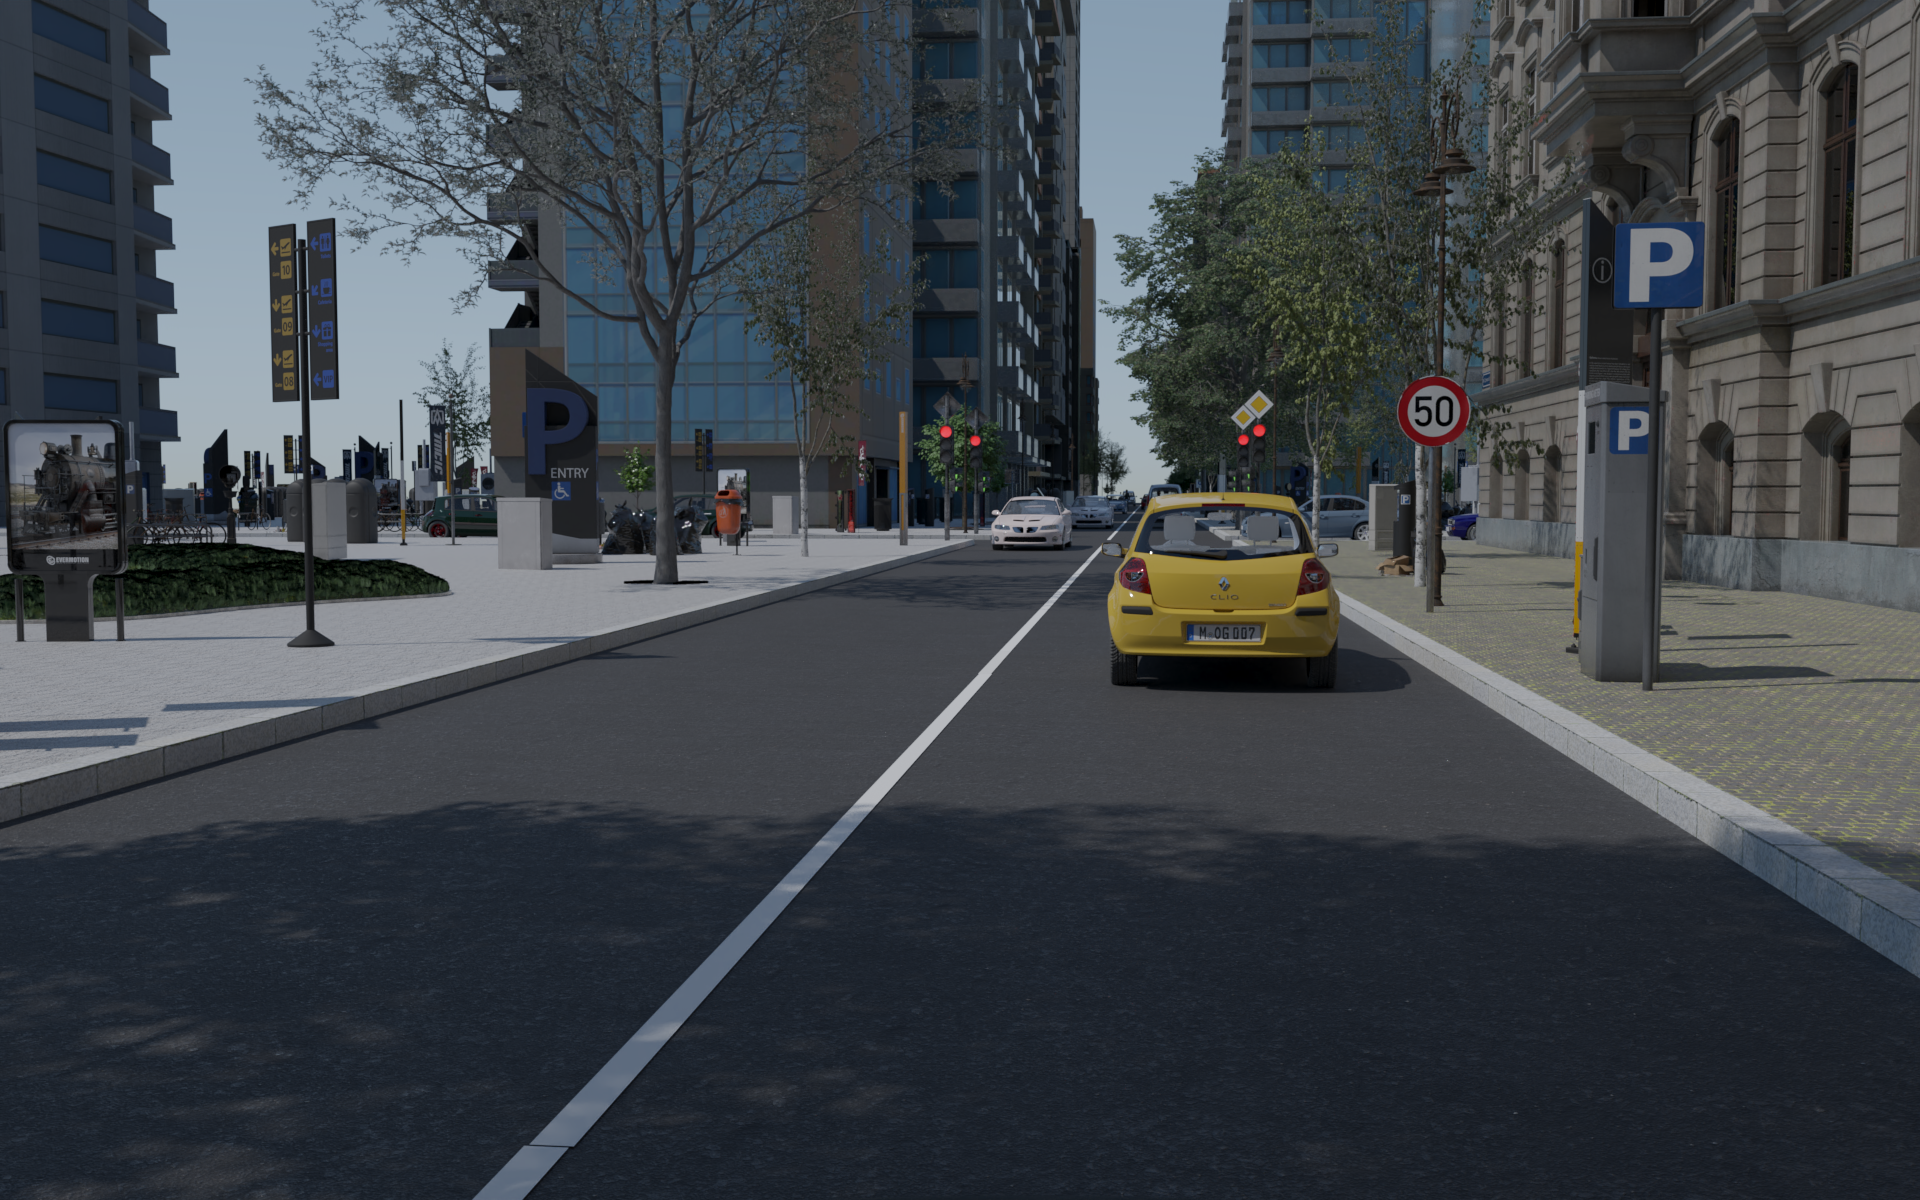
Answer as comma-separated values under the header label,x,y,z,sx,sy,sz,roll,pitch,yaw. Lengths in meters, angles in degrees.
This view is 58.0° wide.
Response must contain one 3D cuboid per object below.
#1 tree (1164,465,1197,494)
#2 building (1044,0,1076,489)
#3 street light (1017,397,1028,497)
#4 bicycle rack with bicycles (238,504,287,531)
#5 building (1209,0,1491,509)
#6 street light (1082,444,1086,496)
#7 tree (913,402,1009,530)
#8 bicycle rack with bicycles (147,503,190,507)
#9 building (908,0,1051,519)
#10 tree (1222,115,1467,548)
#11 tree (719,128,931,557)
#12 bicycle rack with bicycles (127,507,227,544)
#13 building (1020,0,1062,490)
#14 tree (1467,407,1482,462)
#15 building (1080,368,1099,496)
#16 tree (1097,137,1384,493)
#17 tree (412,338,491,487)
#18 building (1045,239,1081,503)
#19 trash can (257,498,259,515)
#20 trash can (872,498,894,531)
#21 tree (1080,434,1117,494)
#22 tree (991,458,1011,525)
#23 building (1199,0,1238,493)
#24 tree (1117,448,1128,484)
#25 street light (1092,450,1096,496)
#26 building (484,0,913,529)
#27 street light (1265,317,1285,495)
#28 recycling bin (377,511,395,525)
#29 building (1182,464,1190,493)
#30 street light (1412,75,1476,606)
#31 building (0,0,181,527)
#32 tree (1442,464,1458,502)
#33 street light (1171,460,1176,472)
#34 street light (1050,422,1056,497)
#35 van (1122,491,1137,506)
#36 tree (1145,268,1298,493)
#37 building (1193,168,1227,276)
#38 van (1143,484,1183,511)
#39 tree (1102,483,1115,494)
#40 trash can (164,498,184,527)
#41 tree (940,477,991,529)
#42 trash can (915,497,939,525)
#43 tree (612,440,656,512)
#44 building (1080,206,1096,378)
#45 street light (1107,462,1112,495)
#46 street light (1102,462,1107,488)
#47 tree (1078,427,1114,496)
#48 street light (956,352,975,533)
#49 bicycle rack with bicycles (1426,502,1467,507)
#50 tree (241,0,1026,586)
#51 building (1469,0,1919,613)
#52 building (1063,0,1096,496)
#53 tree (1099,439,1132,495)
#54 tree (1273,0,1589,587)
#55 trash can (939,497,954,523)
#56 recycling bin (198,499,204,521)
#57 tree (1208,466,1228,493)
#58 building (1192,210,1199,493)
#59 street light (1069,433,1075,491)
label,x,y,z,sx,sy,sz,roll,pitch,yaw
tree,25.060,-12.910,194.793,4.285,4.588,4.351,0,3,0
building,-3.274,-35.800,174.573,28.713,52.752,27.495,0,4,6
street light,2.975,-6.694,82.237,0.468,5.910,1.993,0,4,6
bicycle rack with bicycles,-24.360,-2.967,61.894,2.852,0.926,2.925,0,4,-1
building,34.759,-32.742,154.944,23.786,49.044,30.456,0,4,6
street light,11.281,-11.311,157.728,0.468,5.910,1.993,0,4,6
tree,0.063,-4.778,61.833,4.285,4.588,4.351,0,3,0
bicycle rack with bicycles,-27.280,-2.794,59.059,2.852,0.926,2.925,2,4,26
building,-6.999,-29.473,101.484,23.786,49.044,30.456,0,4,6
tree,7.407,-5.154,34.636,4.737,8.622,4.395,0,3,0
tree,-2.990,-5.178,35.023,4.360,8.622,3.978,0,3,0
bicycle rack with bicycles,-18.090,-1.573,39.096,2.925,0.926,2.852,-2,4,-25
building,-2.917,-30.083,146.479,22.147,44.769,28.867,0,4,6
tree,37.246,-10.486,121.805,4.737,8.622,4.395,0,3,0
building,6.052,-24.962,253.172,27.650,21.520,28.899,0,4,6
tree,10.078,-9.483,61.699,9.857,13.997,8.962,0,3,0
tree,-23.757,-8.082,82.510,4.737,8.622,4.395,0,3,0
building,6.259,-25.909,195.309,14.160,30.474,14.107,0,4,6
trash can,-42.080,-5.638,103.829,0.748,1.137,0.748,0,3,0
trash can,-2.667,-2.956,59.989,0.748,1.137,0.748,0,3,0
tree,15.856,-15.665,206.479,4.737,8.622,4.395,0,3,0
tree,1.005,-4.791,72.934,1.663,3.219,1.824,0,3,0
building,37.465,-53.314,184.359,22.319,86.520,31.000,0,4,6
tree,23.932,-19.530,269.673,4.737,8.622,4.395,0,3,0
street light,14.217,-12.883,183.416,0.468,5.910,1.993,0,4,6
building,-9.743,-25.669,69.796,14.600,45.320,14.200,0,4,6
street light,8.260,-4.442,45.412,0.468,5.910,1.993,0,4,6
recycling bin,-24.214,-3.691,72.903,0.722,1.027,0.722,-2,4,-30
building,42.726,-31.091,280.030,14.160,30.474,14.107,0,4,6
street light,5.467,-2.870,19.708,0.468,5.910,1.993,0,4,6
building,-50.763,-32.507,73.490,28.212,58.520,21.231,0,4,6
tree,31.037,-7.047,109.811,1.663,3.219,1.824,0,3,0
street light,29.255,-16.052,235.235,0.468,5.910,1.993,0,4,6
street light,5.823,-8.308,108.629,0.468,5.910,1.993,0,4,6
van,19.903,-12.079,204.510,2.013,2.044,4.112,0,4,4
tree,12.752,-10.279,86.192,7.486,12.596,7.792,0,3,0
building,41.885,-35.056,227.789,22.147,44.769,28.867,0,4,6
van,8.782,-4.091,73.907,2.013,2.044,4.112,1,4,8
tree,21.640,-15.936,255.147,1.663,3.219,1.824,0,3,0
trash can,-29.793,-3.304,65.678,0.748,1.137,0.748,0,3,0
tree,0.087,-4.284,64.638,1.663,3.219,1.824,0,3,0
trash can,-1.526,-3.749,72.951,0.748,1.137,0.748,0,3,0
tree,-11.401,-4.086,61.413,1.663,3.219,1.824,0,3,0
building,14.278,-38.108,273.181,14.600,45.320,14.200,0,4,6
street light,20.481,-16.366,240.374,0.468,5.910,1.993,0,4,6
street light,17.627,-14.795,214.677,0.468,5.910,1.993,0,4,6
tree,14.781,-14.598,189.039,4.360,8.622,3.978,0,3,0
street light,0.185,-5.122,56.533,0.468,5.910,1.993,0,4,6
bicycle rack with bicycles,21.575,-3.837,76.117,2.852,0.926,2.925,2,4,28
tree,-4.243,-6.981,24.517,12.009,13.543,11.850,0,3,0
building,16.415,-12.656,26.005,14.460,24.649,34.723,0,4,6
building,7.433,-48.199,226.299,20.563,71.187,20.611,0,4,6
tree,24.848,-21.606,287.662,8.767,10.594,7.601,3,5,42
tree,6.340,-4.477,23.556,4.360,8.622,3.978,0,3,0
trash can,-0.634,-4.072,78.228,0.748,1.137,0.748,0,3,0
recycling bin,-35.125,-4.189,81.047,0.722,1.027,0.722,1,4,16
tree,19.140,-11.104,131.917,4.360,8.622,3.978,0,3,0
building,40.413,-34.626,249.735,14.154,41.232,14.086,0,4,6
street light,8.563,-9.739,132.017,0.468,5.910,1.993,0,4,6
